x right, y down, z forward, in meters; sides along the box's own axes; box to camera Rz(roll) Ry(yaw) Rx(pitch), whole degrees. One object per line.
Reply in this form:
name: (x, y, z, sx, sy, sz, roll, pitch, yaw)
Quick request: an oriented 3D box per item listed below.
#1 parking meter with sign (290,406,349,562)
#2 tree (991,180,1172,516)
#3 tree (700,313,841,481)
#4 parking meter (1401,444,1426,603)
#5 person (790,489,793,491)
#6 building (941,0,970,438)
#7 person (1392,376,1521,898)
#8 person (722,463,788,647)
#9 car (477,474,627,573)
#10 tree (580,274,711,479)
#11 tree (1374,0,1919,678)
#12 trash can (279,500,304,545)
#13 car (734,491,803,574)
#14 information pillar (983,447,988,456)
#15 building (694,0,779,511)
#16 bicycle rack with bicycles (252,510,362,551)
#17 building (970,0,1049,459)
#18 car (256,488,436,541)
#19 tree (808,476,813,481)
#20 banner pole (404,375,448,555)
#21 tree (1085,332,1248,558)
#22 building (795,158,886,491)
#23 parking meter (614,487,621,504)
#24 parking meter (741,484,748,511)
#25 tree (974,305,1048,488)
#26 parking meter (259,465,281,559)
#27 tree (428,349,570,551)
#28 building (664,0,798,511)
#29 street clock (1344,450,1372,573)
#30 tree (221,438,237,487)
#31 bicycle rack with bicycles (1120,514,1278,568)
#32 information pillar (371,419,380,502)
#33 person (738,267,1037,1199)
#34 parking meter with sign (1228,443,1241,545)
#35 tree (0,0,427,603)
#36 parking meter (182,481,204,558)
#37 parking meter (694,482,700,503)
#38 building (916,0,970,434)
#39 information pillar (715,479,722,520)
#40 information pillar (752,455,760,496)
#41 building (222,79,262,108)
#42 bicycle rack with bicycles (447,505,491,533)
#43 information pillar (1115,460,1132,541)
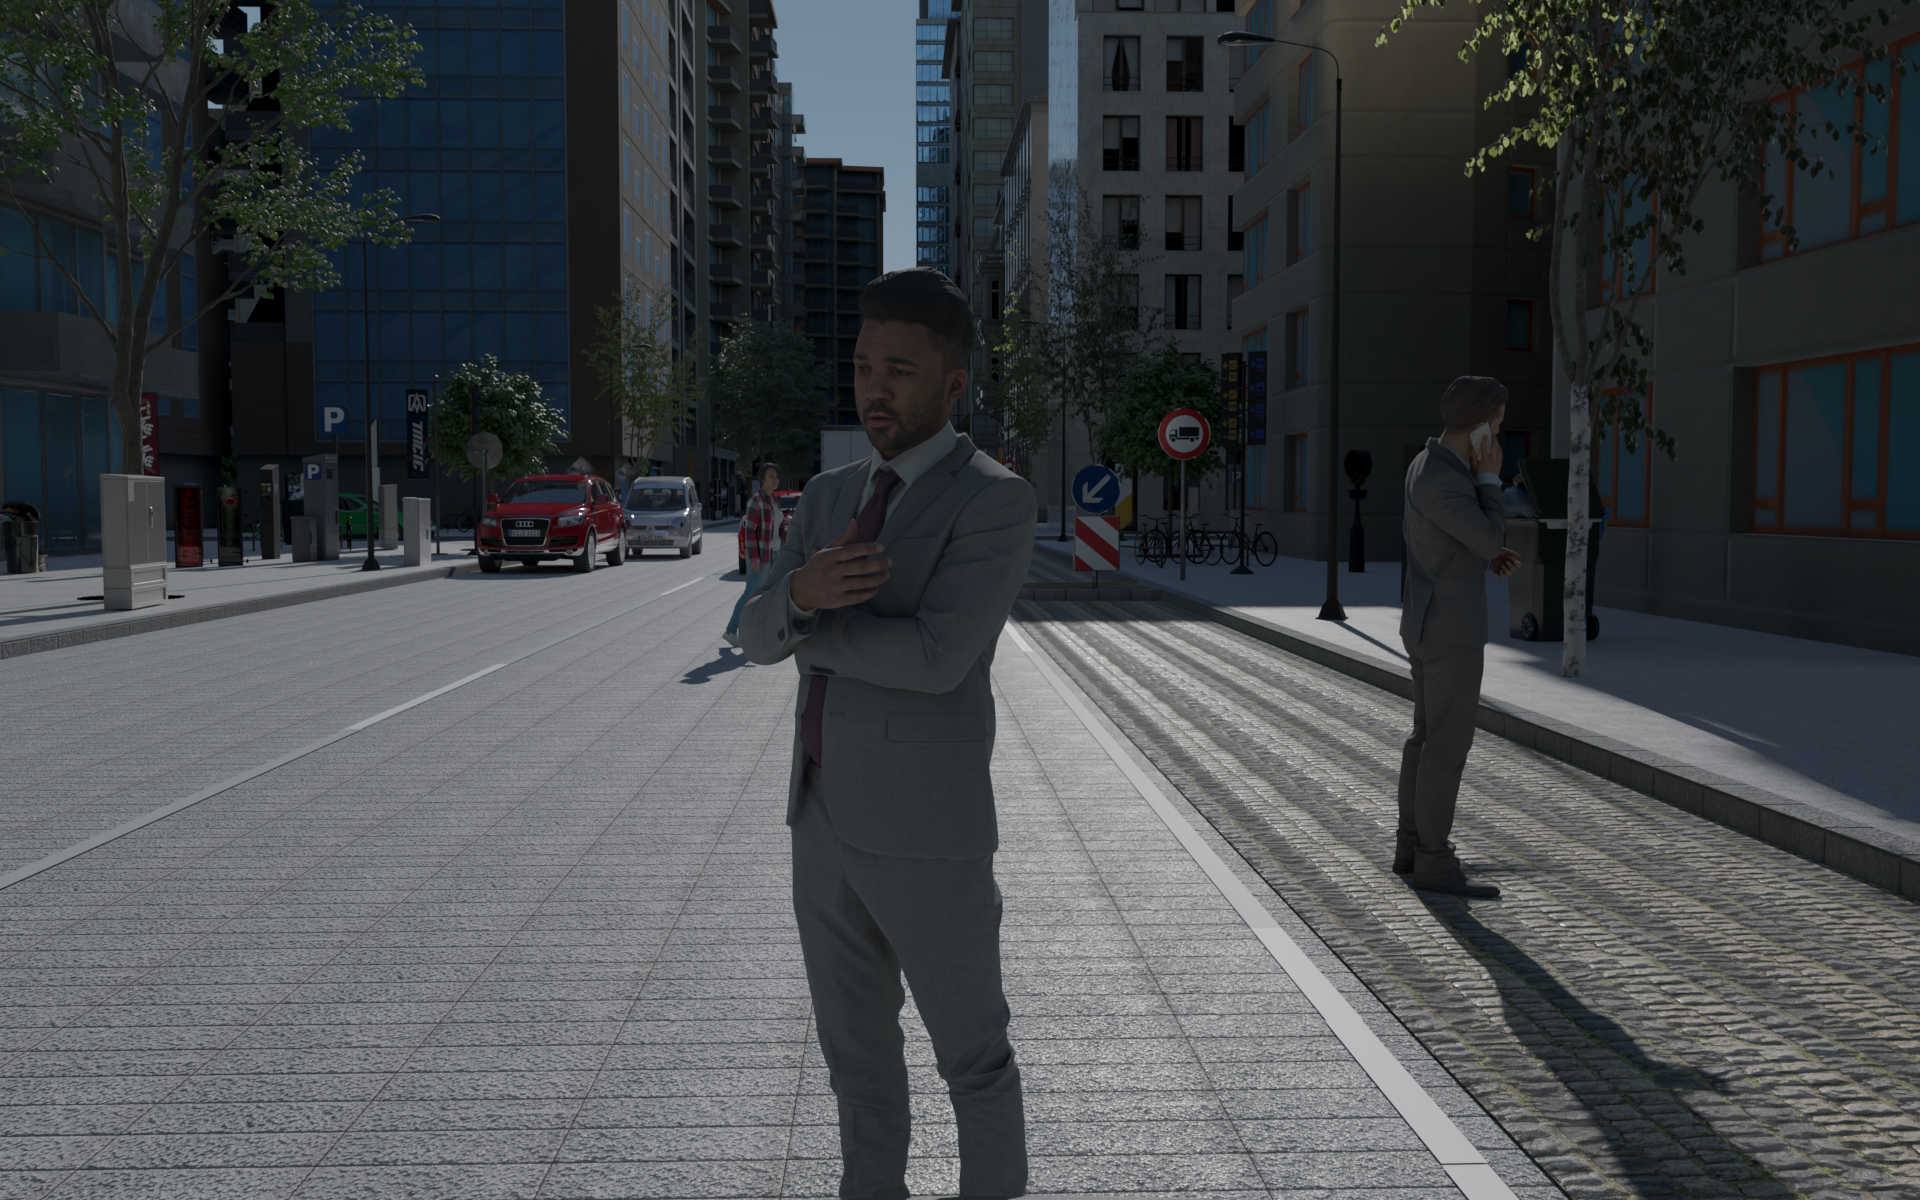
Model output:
parking meter with sign: (-12.349, -2.270, 33.371, 0.543, 3.016, 1.738, 0, 4, 2)
tree: (3.063, -5.500, 40.284, 4.360, 8.622, 3.978, 0, 3, 0)
tree: (-13.592, -13.216, 122.738, 9.857, 13.997, 8.962, 0, 3, 0)
parking meter: (5.423, -0.902, 20.455, 0.399, 1.863, 0.255, -3, 5, -44)
person: (-11.753, -6.876, 121.113, 0.537, 1.800, 0.526, 1, 4, 11)
building: (12.642, -36.774, 190.491, 28.713, 52.752, 27.495, 0, 4, -2)
person: (1.820, 0.123, 6.299, 0.447, 1.846, 0.655, 0, 4, 1)
person: (-1.875, -0.425, 16.284, 0.643, 1.720, 0.563, 1, 4, 21)
car: (-7.749, -1.503, 33.240, 2.281, 1.827, 5.304, 0, 4, -1)
tree: (-10.771, -6.647, 59.034, 4.737, 8.622, 4.395, 0, 3, 0)
tree: (4.546, -3.760, 11.845, 4.360, 8.622, 3.978, 0, 3, 0)
trash can: (-16.813, -1.962, 43.735, 0.748, 1.137, 0.748, 0, 3, 0)
car: (-3.175, -1.434, 32.484, 2.155, 1.783, 4.494, 0, 4, -4)
information pillar: (1.206, -5.810, 86.350, 0.504, 3.616, 0.183, 3, 5, 42)
building: (-26.392, -29.836, 142.448, 22.147, 44.769, 28.867, 0, 4, -2)
bicycle rack with bicycles: (-15.138, -1.630, 40.032, 2.852, 0.926, 2.925, -1, 4, -16)
building: (7.764, -27.971, 140.914, 14.154, 41.232, 14.086, 0, 4, -2)
car: (-17.057, -2.415, 48.285, 4.718, 1.807, 1.959, 0, 4, -2)
tree: (-15.879, -11.707, 186.015, 1.663, 3.219, 1.824, 0, 3, 0)
banner pole: (-11.216, -2.835, 36.362, 0.863, 3.779, 0.401, -3, 4, -36)
tree: (4.356, -3.154, 35.288, 4.285, 4.588, 4.351, 0, 3, 0)
building: (-23.964, -34.793, 223.487, 28.867, 44.769, 22.147, 0, 4, -2)
parking meter: (-12.002, -3.181, 60.425, 0.372, 1.533, 0.369, 0, 3, 0)
parking meter: (-12.078, -5.581, 96.959, 0.255, 1.863, 0.399, -3, 4, -38)
tree: (2.685, -7.205, 68.162, 4.737, 8.622, 4.395, 0, 3, 0)
parking meter: (-13.607, -1.739, 34.148, 0.255, 1.863, 0.399, 0, 4, -1)
tree: (-10.618, -3.406, 39.405, 4.285, 4.588, 4.351, 0, 3, 0)
building: (-26.263, -44.556, 166.745, 20.563, 71.187, 20.611, 0, 4, -2)
street clock: (6.495, -1.452, 28.305, 0.358, 2.002, 0.471, -1, 4, -23)
tree: (-36.563, -6.223, 85.454, 4.285, 4.588, 4.351, 0, 3, 0)
bicycle rack with bicycles: (3.971, -1.091, 31.214, 2.852, 0.926, 2.925, -2, 4, -23)
information pillar: (-18.252, -3.828, 53.943, 0.504, 3.616, 0.183, 2, 4, 32)
person: (-0.135, 0.356, 2.866, 0.511, 1.800, 0.466, 2, 4, 26)
parking meter with sign: (7.023, -2.887, 43.463, 0.543, 3.016, 1.738, 1, 4, 18)
tree: (-9.943, -5.805, 20.661, 9.928, 11.665, 9.643, 0, 3, 0)
parking meter: (-15.390, -1.610, 34.734, 0.372, 1.533, 0.369, 0, 3, 0)
parking meter: (-12.716, -4.780, 83.866, 0.255, 1.863, 0.399, 0, 4, -3)
building: (5.928, -55.731, 223.871, 31.000, 86.520, 22.319, 0, 4, -2)
information pillar: (-11.957, -4.945, 85.342, 0.304, 2.012, 0.304, 2, 4, 32)
information pillar: (-12.356, -6.958, 105.118, 0.504, 3.616, 0.183, 1, 4, 11)
building: (-76.848, -38.869, 224.744, 27.495, 52.752, 28.713, 0, 4, -2)
bicycle rack with bicycles: (-15.872, -2.728, 57.981, 2.925, 0.926, 2.852, 2, 4, 29)
information pillar: (4.438, -3.408, 47.079, 0.504, 3.616, 0.183, 2, 4, 31)
